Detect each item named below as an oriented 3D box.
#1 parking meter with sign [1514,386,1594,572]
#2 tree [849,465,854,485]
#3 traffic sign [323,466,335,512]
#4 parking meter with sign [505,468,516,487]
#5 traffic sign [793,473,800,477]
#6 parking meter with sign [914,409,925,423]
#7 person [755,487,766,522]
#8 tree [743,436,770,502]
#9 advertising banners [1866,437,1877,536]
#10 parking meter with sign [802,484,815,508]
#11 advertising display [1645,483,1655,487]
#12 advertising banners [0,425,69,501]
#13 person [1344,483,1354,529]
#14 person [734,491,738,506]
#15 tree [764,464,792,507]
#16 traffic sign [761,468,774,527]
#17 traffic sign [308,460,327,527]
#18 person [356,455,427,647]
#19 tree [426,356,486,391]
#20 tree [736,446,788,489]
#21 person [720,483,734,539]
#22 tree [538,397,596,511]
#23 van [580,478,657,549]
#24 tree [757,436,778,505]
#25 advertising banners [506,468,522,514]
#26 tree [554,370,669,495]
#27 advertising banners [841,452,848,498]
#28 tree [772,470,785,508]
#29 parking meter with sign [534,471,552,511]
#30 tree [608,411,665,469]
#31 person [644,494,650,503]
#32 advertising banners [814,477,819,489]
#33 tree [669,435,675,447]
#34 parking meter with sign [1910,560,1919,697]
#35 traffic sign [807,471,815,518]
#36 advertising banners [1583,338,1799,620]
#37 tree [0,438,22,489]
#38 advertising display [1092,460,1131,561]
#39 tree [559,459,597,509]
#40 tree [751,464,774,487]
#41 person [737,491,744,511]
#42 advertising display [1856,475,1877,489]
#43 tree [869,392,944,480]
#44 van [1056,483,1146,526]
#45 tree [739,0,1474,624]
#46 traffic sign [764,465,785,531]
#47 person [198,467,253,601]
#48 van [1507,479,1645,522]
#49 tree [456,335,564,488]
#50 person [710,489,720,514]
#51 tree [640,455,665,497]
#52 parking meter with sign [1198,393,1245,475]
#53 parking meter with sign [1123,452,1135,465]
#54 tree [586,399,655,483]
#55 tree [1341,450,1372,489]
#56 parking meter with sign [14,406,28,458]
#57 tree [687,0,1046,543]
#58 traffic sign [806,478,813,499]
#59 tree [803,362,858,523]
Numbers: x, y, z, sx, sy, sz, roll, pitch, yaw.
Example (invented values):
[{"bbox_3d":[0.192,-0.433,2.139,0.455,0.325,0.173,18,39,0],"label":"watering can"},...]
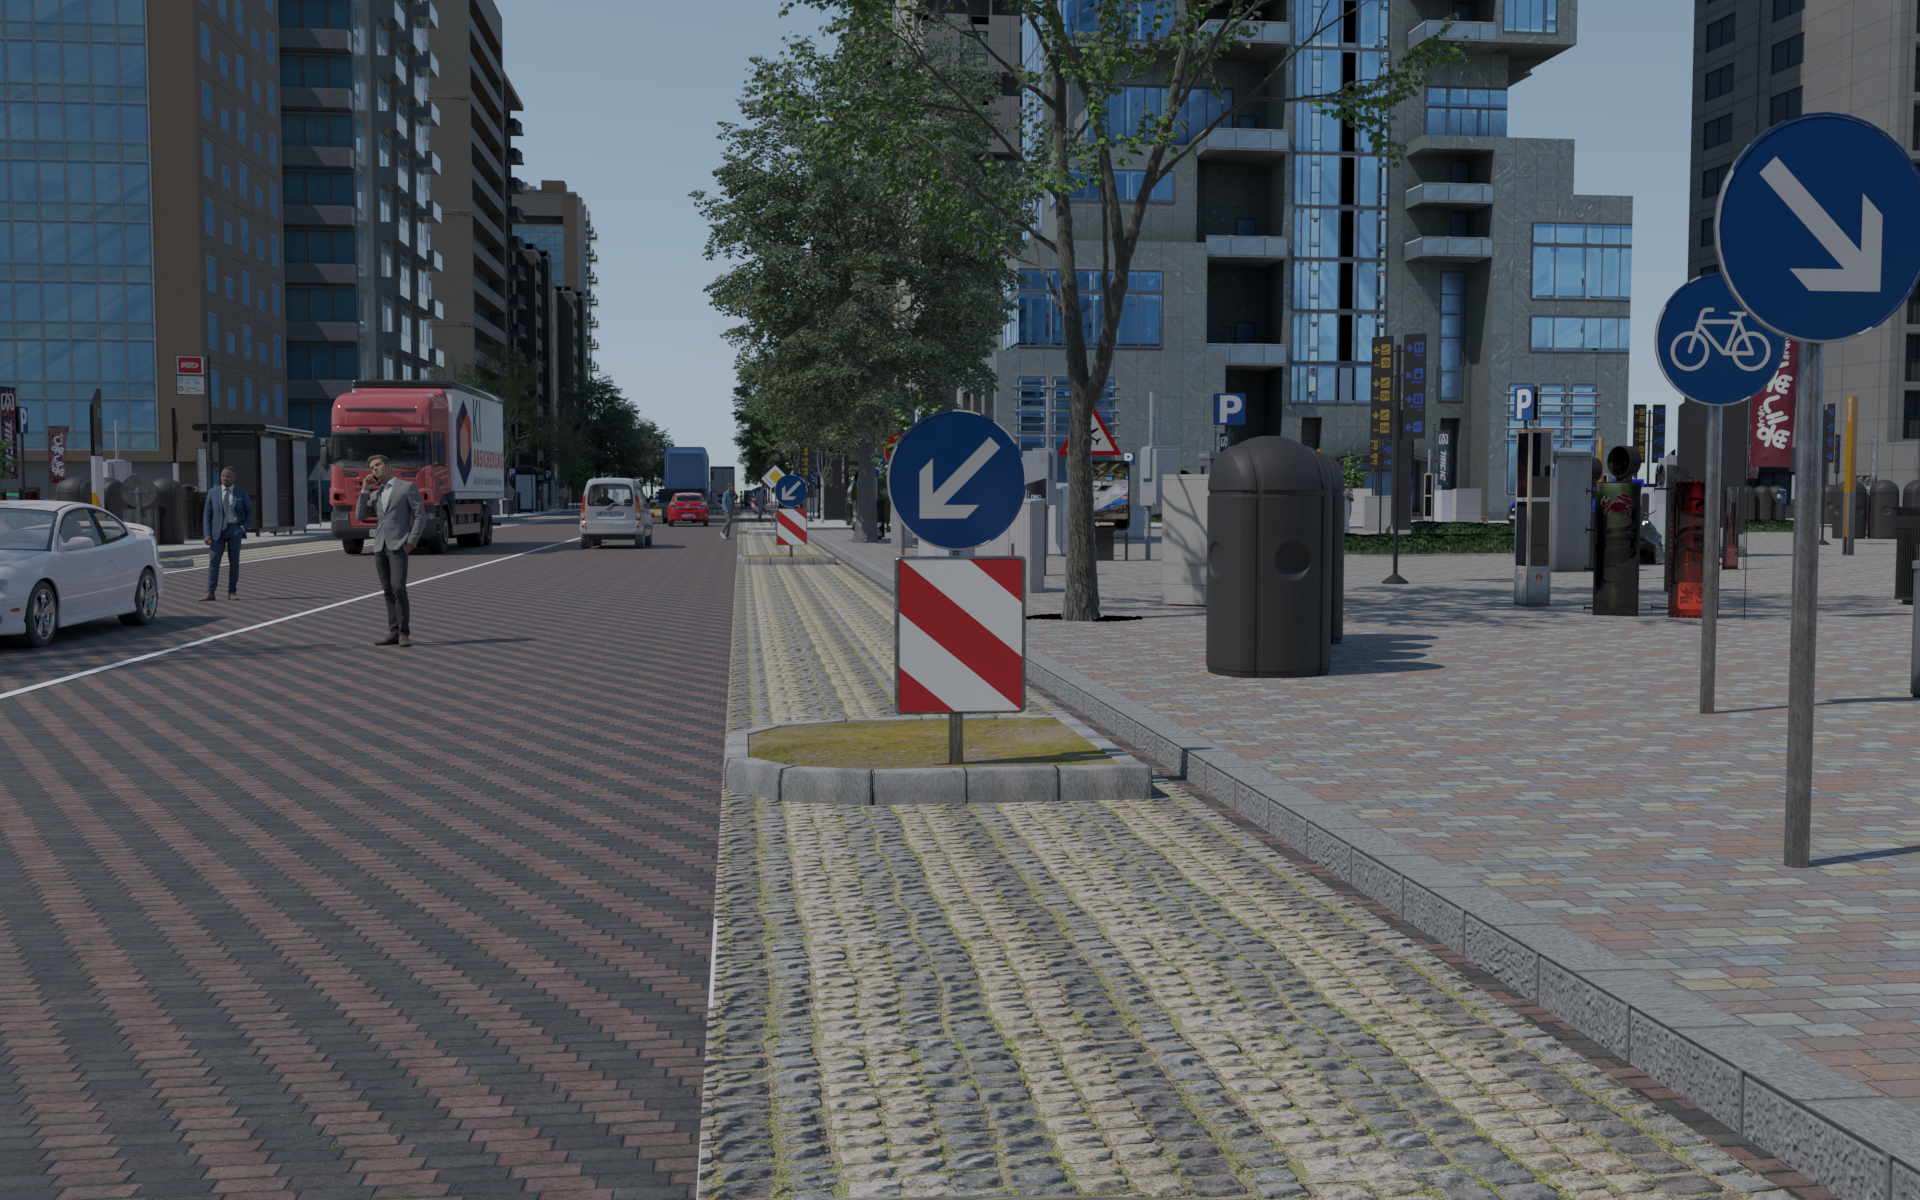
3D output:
[{"bbox_3d":[10.007,-1.971,28.481,1.738,3.016,0.543,-1,4,-16],"label":"parking meter with sign"},{"bbox_3d":[-6.714,-6.386,99.014,1.663,3.219,1.824,0,3,0],"label":"tree"},{"bbox_3d":[-24.048,-4.072,66.576,0.884,2.594,0.081,0,4,-2],"label":"traffic sign"},{"bbox_3d":[-30.801,-7.447,118.019,0.543,3.016,1.738,-2,4,-33],"label":"parking meter with sign"},{"bbox_3d":[-9.704,-6.276,102.723,0.768,2.556,0.104,0,4,-5],"label":"traffic sign"},{"bbox_3d":[-0.021,-2.392,35.367,1.738,3.016,0.543,-1,4,-18],"label":"parking meter with sign"},{"bbox_3d":[-10.141,-4.864,88.118,0.391,1.810,0.635,2,4,25],"label":"person"},{"bbox_3d":[-30.064,-21.458,268.960,7.486,12.596,7.792,0,3,0],"label":"tree"},{"bbox_3d":[27.442,-3.443,52.481,0.090,3.025,2.074,3,5,43],"label":"advertising banners"},{"bbox_3d":[-11.889,-8.532,135.760,0.543,3.016,1.738,-3,5,-43],"label":"parking meter with sign"},{"bbox_3d":[41.885,-6.114,105.177,0.974,1.923,0.123,3,5,41],"label":"advertising display"},{"bbox_3d":[-23.602,-2.914,43.833,2.074,3.025,0.090,-3,5,-44],"label":"advertising banners"},{"bbox_3d":[15.241,-3.641,67.836,0.447,1.846,0.655,0,4,-7],"label":"person"},{"bbox_3d":[-26.649,-12.005,205.314,0.617,1.759,0.750,1,4,9],"label":"person"},{"bbox_3d":[-18.214,-11.597,173.331,4.285,4.588,4.351,0,3,0],"label":"tree"},{"bbox_3d":[-7.400,-3.937,68.017,0.795,2.450,0.064,0,4,-7],"label":"traffic sign"},{"bbox_3d":[-24.677,-4.083,66.764,0.884,2.594,0.081,0,4,-4],"label":"traffic sign"},{"bbox_3d":[-5.378,-0.471,16.388,0.592,1.802,0.473,2,4,34],"label":"person"},{"bbox_3d":[-26.895,-8.640,91.634,4.737,8.622,4.395,0,3,0],"label":"tree"},{"bbox_3d":[-32.894,-22.877,291.045,9.611,12.733,9.660,0,3,0],"label":"tree"},{"bbox_3d":[-7.363,-2.813,54.829,0.444,1.785,0.601,2,4,25],"label":"person"},{"bbox_3d":[-31.375,-11.504,138.453,4.360,8.622,3.978,0,3,0],"label":"tree"},{"bbox_3d":[-9.262,-2.436,46.846,2.013,2.044,4.112,0,4,-6],"label":"van"},{"bbox_3d":[-21.707,-15.386,201.931,4.737,8.622,4.395,0,3,0],"label":"tree"},{"bbox_3d":[-29.548,-7.243,114.610,0.090,3.025,2.074,-3,5,-40],"label":"advertising banners"},{"bbox_3d":[-37.006,-16.604,178.133,9.857,13.997,8.962,0,3,0],"label":"tree"},{"bbox_3d":[-4.751,-4.725,73.444,0.090,3.025,2.074,1,4,12],"label":"advertising banners"},{"bbox_3d":[-13.841,-8.591,135.063,1.663,3.219,1.824,0,3,0],"label":"tree"},{"bbox_3d":[-30.896,-8.074,128.276,0.543,3.016,1.738,1,4,20],"label":"parking meter with sign"},{"bbox_3d":[-45.181,-19.934,236.283,12.009,13.543,11.850,0,3,0],"label":"tree"},{"bbox_3d":[-27.213,-8.473,150.226,0.799,1.438,0.628,1,4,15],"label":"person"},{"bbox_3d":[-7.309,-5.920,92.985,0.090,3.025,2.074,-2,4,-35],"label":"advertising banners"},{"bbox_3d":[-51.233,-23.329,288.084,9.857,13.997,8.962,0,3,0],"label":"tree"},{"bbox_3d":[6.687,-0.925,11.388,0.543,3.016,1.738,3,4,39],"label":"parking meter with sign"},{"bbox_3d":[-7.956,-5.757,94.236,0.768,2.556,0.104,0,4,-3],"label":"traffic sign"},{"bbox_3d":[7.550,-1.324,17.828,2.074,3.025,0.090,2,4,25],"label":"advertising banners"},{"bbox_3d":[-18.392,-2.304,32.265,1.663,3.219,1.824,0,3,0],"label":"tree"},{"bbox_3d":[2.774,-1.712,33.197,0.974,1.923,0.123,1,4,12],"label":"advertising display"},{"bbox_3d":[-32.461,-9.987,146.995,4.285,4.588,4.351,0,3,0],"label":"tree"},{"bbox_3d":[-29.694,-18.973,260.577,4.360,8.622,3.978,0,3,0],"label":"tree"},{"bbox_3d":[-18.861,-8.532,148.724,0.721,1.735,1.217,-2,4,-32],"label":"person"},{"bbox_3d":[31.034,-3.328,59.626,0.123,1.923,0.974,-3,4,-36],"label":"advertising display"},{"bbox_3d":[-0.707,-2.354,33.091,1.663,3.219,1.824,0,3,0],"label":"tree"},{"bbox_3d":[5.006,-3.578,65.515,4.112,2.044,2.013,0,4,-6],"label":"van"},{"bbox_3d":[1.374,-5.607,17.431,9.928,11.665,9.643,0,3,0],"label":"tree"},{"bbox_3d":[-6.397,-3.453,60.095,0.795,2.450,0.064,0,4,-7],"label":"traffic sign"},{"bbox_3d":[-9.922,-0.899,23.386,0.721,1.800,0.419,-2,4,-25],"label":"person"},{"bbox_3d":[24.386,-3.931,68.651,5.245,2.365,2.240,0,4,-8],"label":"van"},{"bbox_3d":[-27.278,-10.276,102.427,8.767,10.594,7.601,2,4,25],"label":"tree"},{"bbox_3d":[-17.520,-7.034,123.864,0.624,1.780,0.694,3,5,42],"label":"person"},{"bbox_3d":[-48.147,-20.219,264.984,7.601,10.594,8.767,2,4,26],"label":"tree"},{"bbox_3d":[4.558,-2.117,30.867,0.543,3.016,1.738,0,4,-7],"label":"parking meter with sign"},{"bbox_3d":[6.560,-4.618,71.767,0.543,3.016,1.738,3,4,36],"label":"parking meter with sign"},{"bbox_3d":[-40.742,-17.569,204.264,9.611,12.733,9.660,0,3,0],"label":"tree"},{"bbox_3d":[17.273,-5.050,77.170,1.663,3.219,1.824,0,3,0],"label":"tree"},{"bbox_3d":[-19.475,-2.329,34.343,1.738,3.016,0.543,-1,4,-12],"label":"parking meter with sign"},{"bbox_3d":[-2.522,-8.479,45.293,9.857,13.997,8.962,0,3,0],"label":"tree"},{"bbox_3d":[-8.556,-6.167,100.931,0.768,2.556,0.104,0,4,-3],"label":"traffic sign"},{"bbox_3d":[-5.842,-7.705,76.346,4.360,8.622,3.978,0,3,0],"label":"tree"}]
